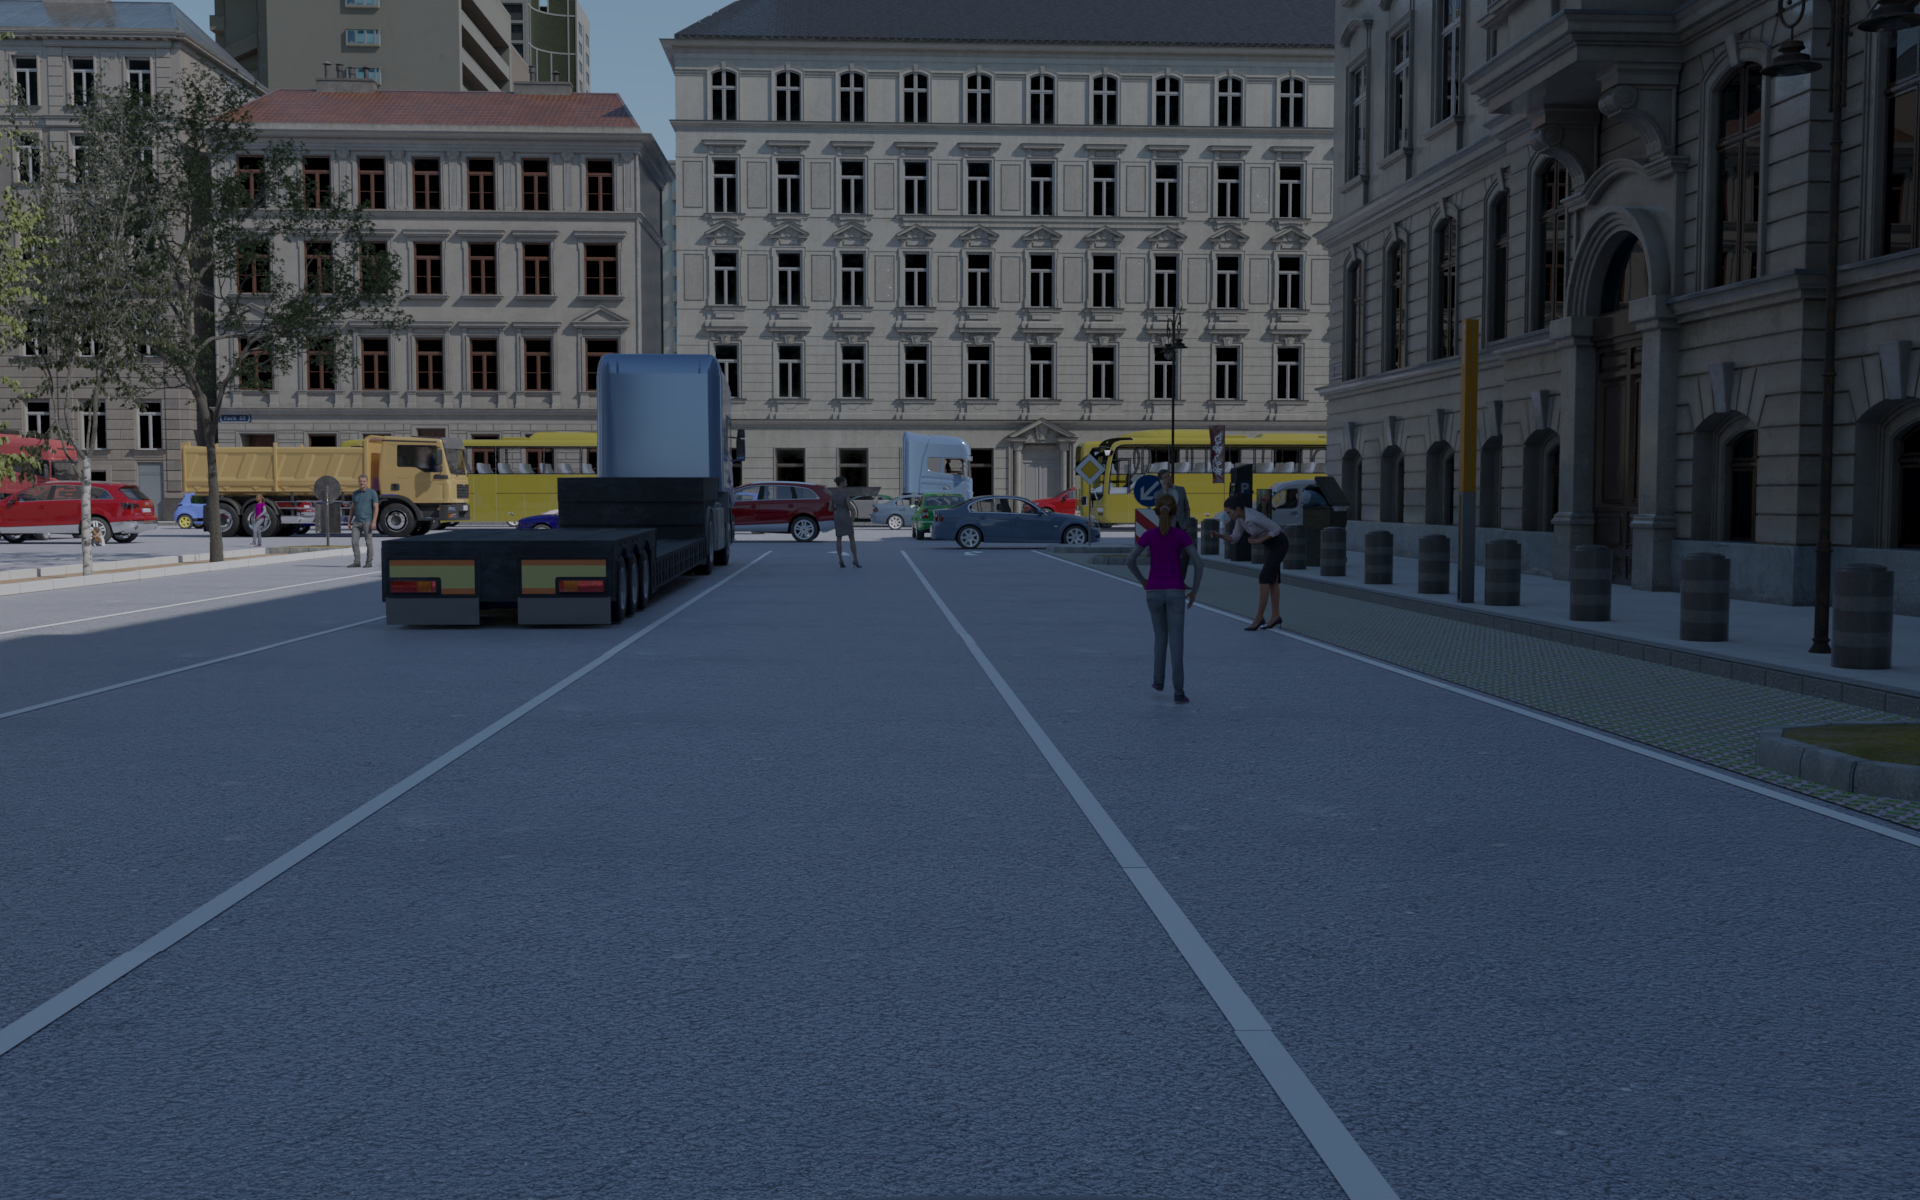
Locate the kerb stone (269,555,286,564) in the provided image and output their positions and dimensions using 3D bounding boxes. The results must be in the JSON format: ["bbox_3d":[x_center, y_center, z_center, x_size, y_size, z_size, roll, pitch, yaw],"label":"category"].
[{"bbox_3d":[-14.168,-0.824,35.667,0.120,0.150,1.000,0,4,-3],"label":"kerb stone"}]

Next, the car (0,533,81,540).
[{"bbox_3d":[-29.139,-2.571,54.622,1.945,1.354,3.894,0,4,-4],"label":"car"}]

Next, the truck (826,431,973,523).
[{"bbox_3d":[-8.155,-5.197,74.727,18.799,4.110,2.967,0,4,-3],"label":"truck"}]

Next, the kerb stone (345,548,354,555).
[{"bbox_3d":[-14.454,-1.137,40.814,0.120,0.150,1.000,0,4,-3],"label":"kerb stone"}]

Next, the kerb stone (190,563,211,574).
[{"bbox_3d":[-13.934,-0.572,31.546,0.120,0.150,1.000,0,4,-3],"label":"kerb stone"}]

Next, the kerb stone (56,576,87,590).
[{"bbox_3d":[-13.632,-0.256,26.385,0.120,0.150,1.000,0,4,-3],"label":"kerb stone"}]

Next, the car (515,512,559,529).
[{"bbox_3d":[-10.274,-2.171,48.072,3.894,1.354,1.945,0,4,-5],"label":"car"}]

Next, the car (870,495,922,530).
[{"bbox_3d":[-1.350,-3.525,69.630,4.499,1.417,2.014,0,4,-2],"label":"car"}]

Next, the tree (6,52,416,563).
[{"bbox_3d":[-15.217,-6.032,35.498,8.767,10.594,7.601,0,4,-3],"label":"tree"}]

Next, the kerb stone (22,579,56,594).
[{"bbox_3d":[-13.575,-0.193,25.359,0.120,0.150,1.000,0,4,-3],"label":"kerb stone"}]

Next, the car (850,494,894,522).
[{"bbox_3d":[-4.385,-4.069,78.332,4.920,1.459,2.131,0,4,-2],"label":"car"}]

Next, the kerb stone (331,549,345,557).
[{"bbox_3d":[-14.406,-1.076,39.780,0.120,0.150,1.000,0,4,-3],"label":"kerb stone"}]

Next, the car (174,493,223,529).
[{"bbox_3d":[-30.372,-3.784,71.456,3.694,1.707,1.945,0,4,-4],"label":"car"}]

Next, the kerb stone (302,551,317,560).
[{"bbox_3d":[-14.291,-0.950,37.727,0.120,0.150,1.000,0,4,-3],"label":"kerb stone"}]

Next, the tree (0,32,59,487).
[{"bbox_3d":[-14.762,-4.386,24.538,4.737,8.622,4.395,0,3,0],"label":"tree"}]

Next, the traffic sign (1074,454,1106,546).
[{"bbox_3d":[3.214,-2.404,42.942,0.795,2.450,0.064,0,4,-3],"label":"traffic sign"}]

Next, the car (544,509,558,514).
[{"bbox_3d":[-13.378,-3.214,64.918,4.827,1.381,2.083,0,4,-3],"label":"car"}]

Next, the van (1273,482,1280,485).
[{"bbox_3d":[11.282,-3.046,56.818,2.013,2.044,4.112,0,4,-4],"label":"van"}]

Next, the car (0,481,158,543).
[{"bbox_3d":[-26.159,-2.541,50.220,5.304,1.827,2.281,0,4,-2],"label":"car"}]

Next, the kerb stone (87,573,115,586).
[{"bbox_3d":[-13.693,-0.319,27.411,0.120,0.150,1.000,0,4,-3],"label":"kerb stone"}]

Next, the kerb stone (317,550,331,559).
[{"bbox_3d":[-14.347,-1.011,38.754,0.120,0.150,1.000,0,4,-3],"label":"kerb stone"}]

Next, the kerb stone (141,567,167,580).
[{"bbox_3d":[-13.807,-0.446,29.481,0.120,0.150,1.000,0,4,-3],"label":"kerb stone"}]

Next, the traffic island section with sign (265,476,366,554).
[{"bbox_3d":[-15.591,-2.082,42.180,2.006,1.907,1.989,0,4,-3],"label":"traffic island section with sign"}]

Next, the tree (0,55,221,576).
[{"bbox_3d":[-14.741,-4.671,29.187,4.360,8.622,3.978,0,3,0],"label":"tree"}]

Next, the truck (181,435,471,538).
[{"bbox_3d":[-20.735,-3.809,58.208,9.791,3.379,3.469,0,4,-1],"label":"truck"}]

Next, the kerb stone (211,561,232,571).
[{"bbox_3d":[-13.990,-0.632,32.578,0.120,0.150,1.000,0,4,-3],"label":"kerb stone"}]

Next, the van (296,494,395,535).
[{"bbox_3d":[-21.920,-3.501,61.629,5.245,2.365,2.240,0,4,-5],"label":"van"}]

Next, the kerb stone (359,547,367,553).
[{"bbox_3d":[-14.520,-1.196,41.841,0.120,0.150,1.000,0,4,-3],"label":"kerb stone"}]

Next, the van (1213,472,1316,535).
[{"bbox_3d":[8.928,-2.476,47.490,4.112,2.044,2.013,0,4,-2],"label":"van"}]

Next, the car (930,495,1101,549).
[{"bbox_3d":[1.463,-2.057,45.639,4.499,1.417,2.014,0,4,-3],"label":"car"}]

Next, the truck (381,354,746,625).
[{"bbox_3d":[-5.427,-2.308,27.501,2.967,4.110,18.799,0,4,-3],"label":"truck"}]

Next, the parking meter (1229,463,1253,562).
[{"bbox_3d":[5.346,-1.667,32.972,0.399,1.863,0.255,-1,4,-18],"label":"parking meter"}]

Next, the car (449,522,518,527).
[{"bbox_3d":[-20.990,-4.108,75.838,5.304,1.827,2.281,0,4,-3],"label":"car"}]

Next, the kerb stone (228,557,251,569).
[{"bbox_3d":[-14.051,-0.694,33.611,0.120,0.150,1.000,0,4,-3],"label":"kerb stone"}]

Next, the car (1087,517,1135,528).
[{"bbox_3d":[7.658,-3.778,74.131,4.827,1.381,2.083,0,4,-2],"label":"car"}]

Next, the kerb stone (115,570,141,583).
[{"bbox_3d":[-13.758,-0.373,28.446,0.120,0.150,1.000,0,4,-3],"label":"kerb stone"}]

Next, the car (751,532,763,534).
[{"bbox_3d":[-8.501,-3.218,62.202,3.694,1.707,1.945,0,4,-1],"label":"car"}]

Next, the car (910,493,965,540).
[{"bbox_3d":[-0.595,-2.856,55.500,1.959,1.807,4.718,0,4,-5],"label":"car"}]

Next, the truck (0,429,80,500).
[{"bbox_3d":[-43.595,-5.268,75.048,11.283,4.237,2.839,0,4,-2],"label":"truck"}]

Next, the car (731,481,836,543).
[{"bbox_3d":[-6.135,-2.651,52.016,5.304,1.827,2.281,0,4,-2],"label":"car"}]

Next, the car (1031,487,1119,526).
[{"bbox_3d":[5.439,-4.333,79.521,5.304,1.827,2.281,0,4,-5],"label":"car"}]

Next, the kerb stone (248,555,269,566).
[{"bbox_3d":[-14.107,-0.761,34.641,0.120,0.150,1.000,0,4,-3],"label":"kerb stone"}]

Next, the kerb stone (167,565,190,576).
[{"bbox_3d":[-13.867,-0.507,30.520,0.120,0.150,1.000,0,4,-3],"label":"kerb stone"}]

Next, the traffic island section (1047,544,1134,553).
[{"bbox_3d":[3.237,-1.269,43.021,2.009,0.180,2.903,0,4,-3],"label":"traffic island section"}]

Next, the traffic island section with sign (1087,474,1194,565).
[{"bbox_3d":[3.666,-1.651,35.622,1.989,1.847,2.006,0,4,-3],"label":"traffic island section with sign"}]

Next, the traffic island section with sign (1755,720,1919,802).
[{"bbox_3d":[5.210,-0.005,8.711,1.989,1.847,2.006,0,4,-3],"label":"traffic island section with sign"}]

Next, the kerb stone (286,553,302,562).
[{"bbox_3d":[-14.228,-0.883,36.696,0.120,0.150,1.000,0,4,-3],"label":"kerb stone"}]

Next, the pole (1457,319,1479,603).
[{"bbox_3d":[5.963,-1.620,20.333,0.158,3.312,0.155,0,3,0],"label":"pole"}]
